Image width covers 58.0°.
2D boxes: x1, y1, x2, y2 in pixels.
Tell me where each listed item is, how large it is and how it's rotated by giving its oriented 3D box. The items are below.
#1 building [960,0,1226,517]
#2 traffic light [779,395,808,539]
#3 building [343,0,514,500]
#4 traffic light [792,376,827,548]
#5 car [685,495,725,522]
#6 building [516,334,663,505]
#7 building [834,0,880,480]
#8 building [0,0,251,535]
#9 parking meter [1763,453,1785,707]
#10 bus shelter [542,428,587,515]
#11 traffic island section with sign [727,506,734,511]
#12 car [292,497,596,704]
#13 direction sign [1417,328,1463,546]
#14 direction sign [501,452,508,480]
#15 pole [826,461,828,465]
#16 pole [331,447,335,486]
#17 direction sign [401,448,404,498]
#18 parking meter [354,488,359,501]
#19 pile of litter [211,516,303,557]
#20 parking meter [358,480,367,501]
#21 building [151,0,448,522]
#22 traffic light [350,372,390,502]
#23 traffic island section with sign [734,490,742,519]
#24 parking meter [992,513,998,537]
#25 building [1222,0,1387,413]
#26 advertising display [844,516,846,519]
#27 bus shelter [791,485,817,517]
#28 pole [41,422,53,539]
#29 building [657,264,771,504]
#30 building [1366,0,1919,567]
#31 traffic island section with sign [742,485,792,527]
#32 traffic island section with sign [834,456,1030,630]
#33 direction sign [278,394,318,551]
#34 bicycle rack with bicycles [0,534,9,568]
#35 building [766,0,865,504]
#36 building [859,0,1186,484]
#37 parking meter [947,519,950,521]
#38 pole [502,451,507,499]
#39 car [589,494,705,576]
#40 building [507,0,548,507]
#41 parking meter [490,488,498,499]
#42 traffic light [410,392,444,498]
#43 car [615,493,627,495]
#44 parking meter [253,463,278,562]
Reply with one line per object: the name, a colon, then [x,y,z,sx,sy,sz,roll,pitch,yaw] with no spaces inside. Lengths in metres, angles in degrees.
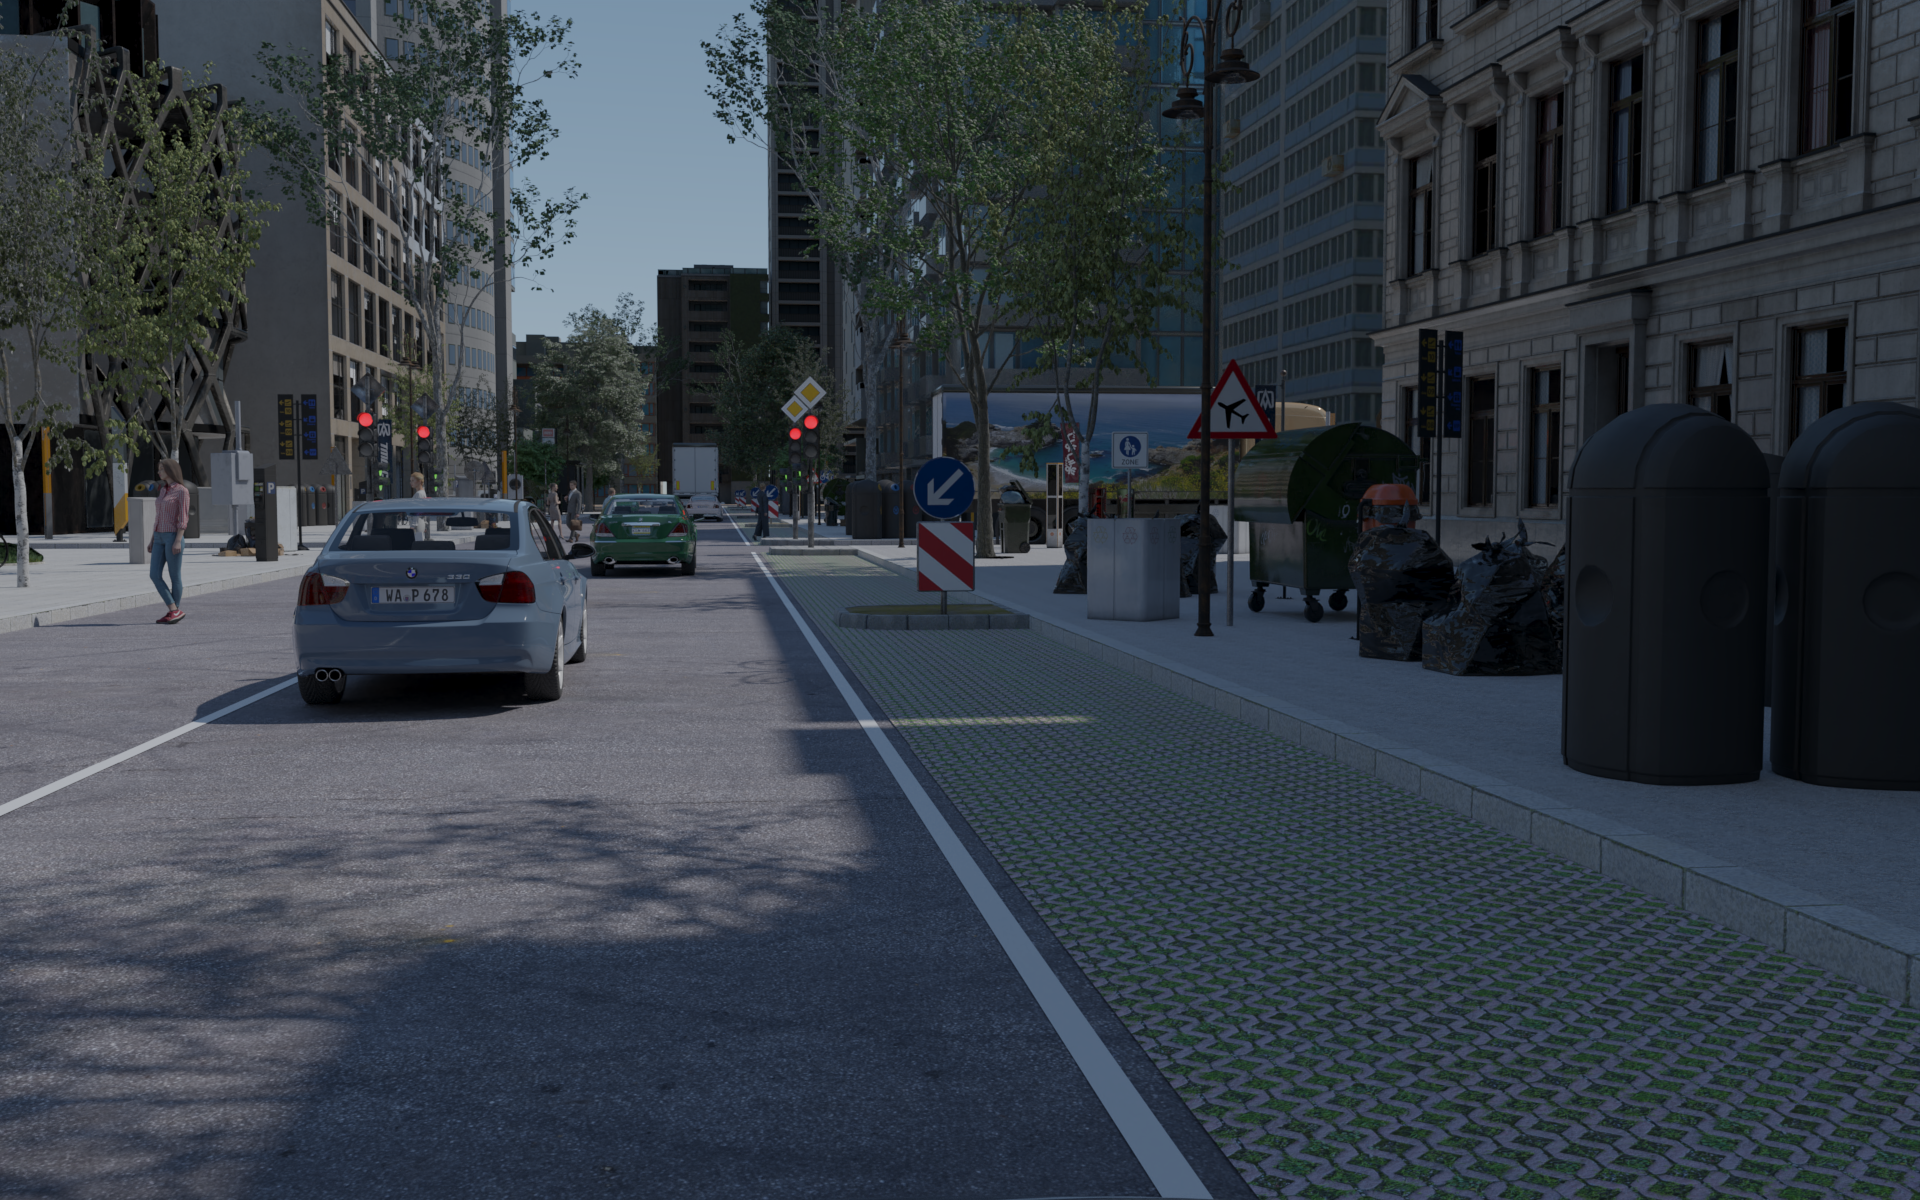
building: [7.882,-29.944,109.193,23.786,49.044,30.456,0,4,-8]
traffic light: [-4.707,-3.689,49.228,0.839,4.253,0.868,0,4,-8]
building: [-46.858,-36.112,132.430,21.231,58.520,28.212,0,4,-8]
traffic light: [-3.585,-3.205,41.322,0.839,4.253,0.868,0,4,-8]
car: [-13.306,-4.759,90.173,2.083,1.381,4.827,0,4,-6]
building: [-53.684,-23.231,224.870,28.899,21.520,27.650,0,4,-8]
building: [2.109,-36.151,180.305,28.713,52.752,27.495,0,4,-8]
building: [-34.482,-11.825,60.793,16.820,18.784,16.811,0,4,-8]
parking meter: [5.003,-0.128,10.502,0.372,1.533,0.369,0,3,0]
bus shelter: [-24.770,-8.002,108.458,2.179,5.291,8.768,0,4,-8]
traffic island section with sign: [-19.019,-8.673,150.434,1.989,1.847,2.006,0,4,-8]
car: [-3.825,-0.073,13.194,2.014,1.417,4.499,-1,4,-9]
direction sign: [6.637,-1.956,23.985,0.876,3.537,0.379,-2,4,-34]
direction sign: [-24.789,-6.262,94.382,0.379,3.537,0.876,0,4,6]
pole: [-8.278,-6.948,107.442,0.158,3.312,0.155,0,3,0]
pole: [-27.011,-4.946,74.708,0.158,3.312,0.155,0,3,0]
direction sign: [-27.469,-5.708,85.325,0.379,3.537,0.876,-1,4,-12]
parking meter: [-26.268,-4.115,75.685,0.372,1.533,0.369,0,3,0]
pile of litter: [-14.594,-1.348,36.003,1.719,0.858,1.176,-1,4,-9]
parking meter: [-25.100,-4.111,72.933,0.399,1.863,0.255,0,4,2]
building: [-39.768,-17.560,91.625,19.350,26.468,34.151,0,4,-8]
traffic light: [-13.594,-3.117,39.891,0.839,4.253,0.868,0,4,-8]
traffic island section with sign: [-12.080,-5.682,101.525,1.989,1.847,2.006,0,4,-8]
parking meter: [0.978,-2.800,51.495,0.399,1.863,0.255,0,4,1]
building: [24.944,-23.180,70.869,23.993,40.220,32.217,0,4,-8]
advertising display: [-5.611,-4.898,85.288,0.123,1.923,0.974,-1,4,-13]
bus shelter: [-9.325,-6.741,101.493,1.731,3.624,6.357,0,4,-8]
pole: [-25.879,-3.379,49.092,0.158,3.312,0.155,0,3,0]
building: [-31.467,-27.485,221.081,14.107,30.474,14.160,0,4,-8]
building: [14.100,-9.839,25.499,10.561,19.102,19.286,0,4,-8]
traffic island section with sign: [-8.294,-4.049,74.836,1.989,1.847,2.006,0,4,-8]
traffic island section with sign: [-0.373,-0.639,19.078,1.989,1.847,2.006,0,4,-8]
direction sign: [-15.013,-2.895,39.333,0.876,3.537,0.379,0,4,0]
bicycle rack with bicycles: [-17.157,-0.926,28.530,2.852,0.926,2.925,2,4,31]
building: [-14.492,-48.174,225.895,20.611,71.187,20.563,0,4,-8]
building: [3.679,-32.474,150.552,23.786,49.044,30.456,0,4,-8]
parking meter: [-0.526,-3.182,60.433,0.372,1.533,0.369,0,3,0]
pole: [-21.533,-5.386,81.898,0.158,3.312,0.155,0,3,0]
car: [-5.763,-1.223,31.796,2.131,1.459,4.920,-1,4,-8]
building: [-57.573,-52.665,173.742,31.000,86.520,22.319,0,4,-8]
parking meter: [-20.584,-4.160,76.431,0.372,1.533,0.369,0,3,0]
traffic light: [-14.716,-3.601,47.797,0.839,4.253,0.868,0,4,-8]
car: [-21.116,-6.129,109.003,1.959,1.807,4.718,-1,4,-10]
parking meter: [-13.200,-1.664,32.923,0.255,1.863,0.399,1,4,18]
